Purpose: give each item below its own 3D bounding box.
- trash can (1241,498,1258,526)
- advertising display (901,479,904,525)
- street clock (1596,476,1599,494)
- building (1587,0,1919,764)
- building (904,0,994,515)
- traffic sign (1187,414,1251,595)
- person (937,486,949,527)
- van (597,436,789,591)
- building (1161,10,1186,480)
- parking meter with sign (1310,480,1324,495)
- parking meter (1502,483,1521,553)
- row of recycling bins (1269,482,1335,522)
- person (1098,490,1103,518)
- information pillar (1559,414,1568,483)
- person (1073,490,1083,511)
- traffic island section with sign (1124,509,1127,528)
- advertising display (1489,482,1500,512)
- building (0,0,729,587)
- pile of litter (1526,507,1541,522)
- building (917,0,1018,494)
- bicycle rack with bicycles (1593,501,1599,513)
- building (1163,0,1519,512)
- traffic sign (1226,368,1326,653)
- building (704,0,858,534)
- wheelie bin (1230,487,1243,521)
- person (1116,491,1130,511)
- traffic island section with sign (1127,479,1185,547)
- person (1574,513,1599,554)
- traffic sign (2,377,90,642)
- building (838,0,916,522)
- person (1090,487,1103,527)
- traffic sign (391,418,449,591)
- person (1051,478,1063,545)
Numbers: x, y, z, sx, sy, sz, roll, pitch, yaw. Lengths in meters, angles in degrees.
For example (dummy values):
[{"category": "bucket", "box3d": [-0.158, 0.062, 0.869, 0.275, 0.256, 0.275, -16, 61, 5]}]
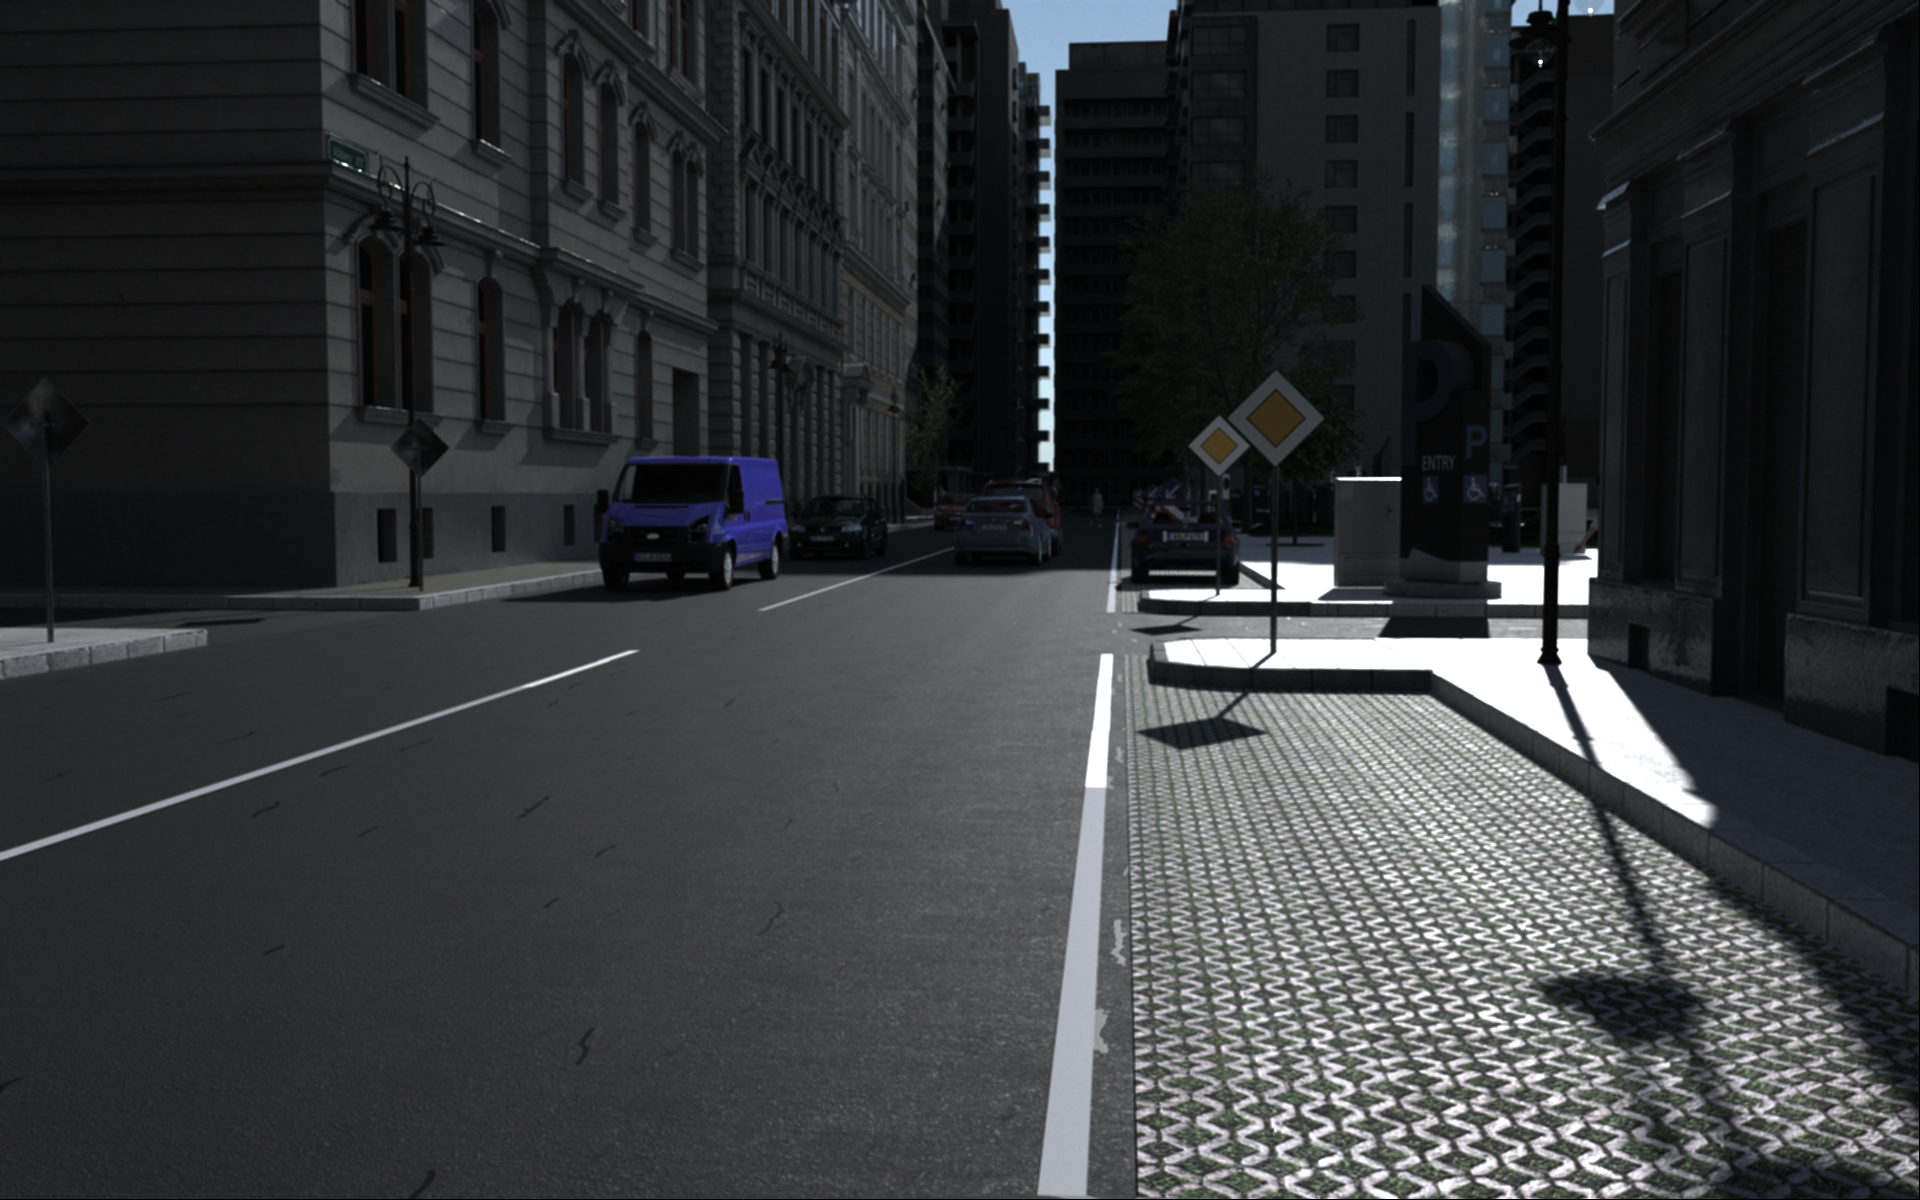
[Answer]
[{"category": "trash can", "box3d": [11.606, -3.542, 69.566, 0.748, 1.137, 0.748, 0, 3, 0]}, {"category": "advertising display", "box3d": [-2.426, -4.169, 73.385, 0.123, 1.923, 0.974, 0, 4, -3]}, {"category": "street clock", "box3d": [23.049, -3.519, 62.100, 0.471, 2.002, 0.358, 2, 4, 25]}, {"category": "building", "box3d": [8.872, -9.468, 3.946, 9.793, 20.994, 18.267, 0, 4, 5]}, {"category": "building", "box3d": [-13.727, -27.205, 136.676, 32.217, 40.220, 23.993, 0, 4, 5]}, {"category": "traffic sign", "box3d": [3.267, -1.117, 21.901, 0.795, 2.450, 0.064, 0, 4, 5]}, {"category": "person", "box3d": [-0.713, -4.152, 76.566, 0.592, 1.802, 0.473, 0, 4, 2]}, {"category": "van", "box3d": [-4.175, -1.416, 27.544, 2.240, 2.365, 5.245, 0, 4, 6]}, {"category": "building", "box3d": [29.503, -30.689, 156.388, 22.147, 44.769, 28.867, 0, 4, 5]}, {"category": "parking meter with sign", "box3d": [19.694, -6.078, 95.632, 1.738, 3.016, 0.543, 2, 4, 28]}, {"category": "parking meter", "box3d": [12.128, -1.814, 38.074, 0.372, 1.533, 0.369, 0, 3, 0]}, {"category": "row of recycling bins", "box3d": [13.273, -3.518, 64.629, 3.534, 1.692, 1.069, 2, 4, 24]}, {"category": "person", "box3d": [8.406, -5.849, 105.058, 0.541, 1.710, 0.530, -1, 4, -18]}, {"category": "information pillar", "box3d": [17.636, -3.626, 50.636, 0.183, 3.616, 0.504, 0, 4, 6]}, {"category": "person", "box3d": [9.827, -8.248, 144.071, 0.721, 1.736, 1.217, -3, 5, -39]}, {"category": "traffic island section with sign", "box3d": [8.071, -3.968, 73.510, 1.989, 1.847, 2.006, 0, 4, 5]}, {"category": "advertising display", "box3d": [27.716, -5.217, 90.513, 0.123, 1.923, 0.974, -3, 5, -43]}, {"category": "building", "box3d": [-13.736, -15.118, 34.562, 14.401, 28.519, 23.554, 0, 4, 5]}, {"category": "pile of litter", "box3d": [20.968, -2.936, 61.963, 1.719, 0.858, 1.176, 0, 4, 3]}, {"category": "building", "box3d": [-5.652, -32.976, 162.864, 21.600, 48.544, 21.300, 0, 4, 5]}, {"category": "bicycle rack with bicycles", "box3d": [30.533, -4.358, 84.636, 2.852, 0.926, 2.925, 1, 4, 15]}, {"category": "building", "box3d": [27.164, -31.017, 126.741, 23.786, 49.044, 30.456, 0, 4, 5]}, {"category": "traffic sign", "box3d": [2.532, -0.630, 13.950, 0.795, 2.450, 0.064, 0, 4, 5]}, {"category": "building", "box3d": [-10.101, -13.929, 56.613, 11.050, 23.489, 19.941, 0, 4, 5]}, {"category": "wheelie bin", "box3d": [13.255, -4.589, 82.934, 0.693, 1.594, 0.980, 0, 4, 2]}, {"category": "person", "box3d": [13.980, -8.522, 148.538, 1.217, 1.736, 0.721, 1, 4, 9]}, {"category": "traffic island section with sign", "box3d": [5.570, -2.314, 46.470, 1.989, 1.847, 2.006, 0, 4, 5]}, {"category": "person", "box3d": [6.551, -0.508, 17.473, 0.731, 1.740, 0.598, 0, 4, -6]}, {"category": "traffic sign", "box3d": [-7.866, -0.690, 14.928, 0.795, 2.450, 0.064, 0, 4, 5]}, {"category": "building", "box3d": [-9.729, -17.773, 76.495, 13.634, 28.700, 20.117, 0, 4, 5]}, {"category": "person", "box3d": [5.893, -4.030, 75.146, 0.466, 1.731, 0.760, -3, 5, -43]}, {"category": "traffic sign", "box3d": [-7.131, -1.177, 22.879, 0.795, 2.450, 0.064, 0, 4, 5]}, {"category": "person", "box3d": [2.712, -2.528, 49.188, 0.474, 1.900, 0.648, 0, 4, 6]}]
